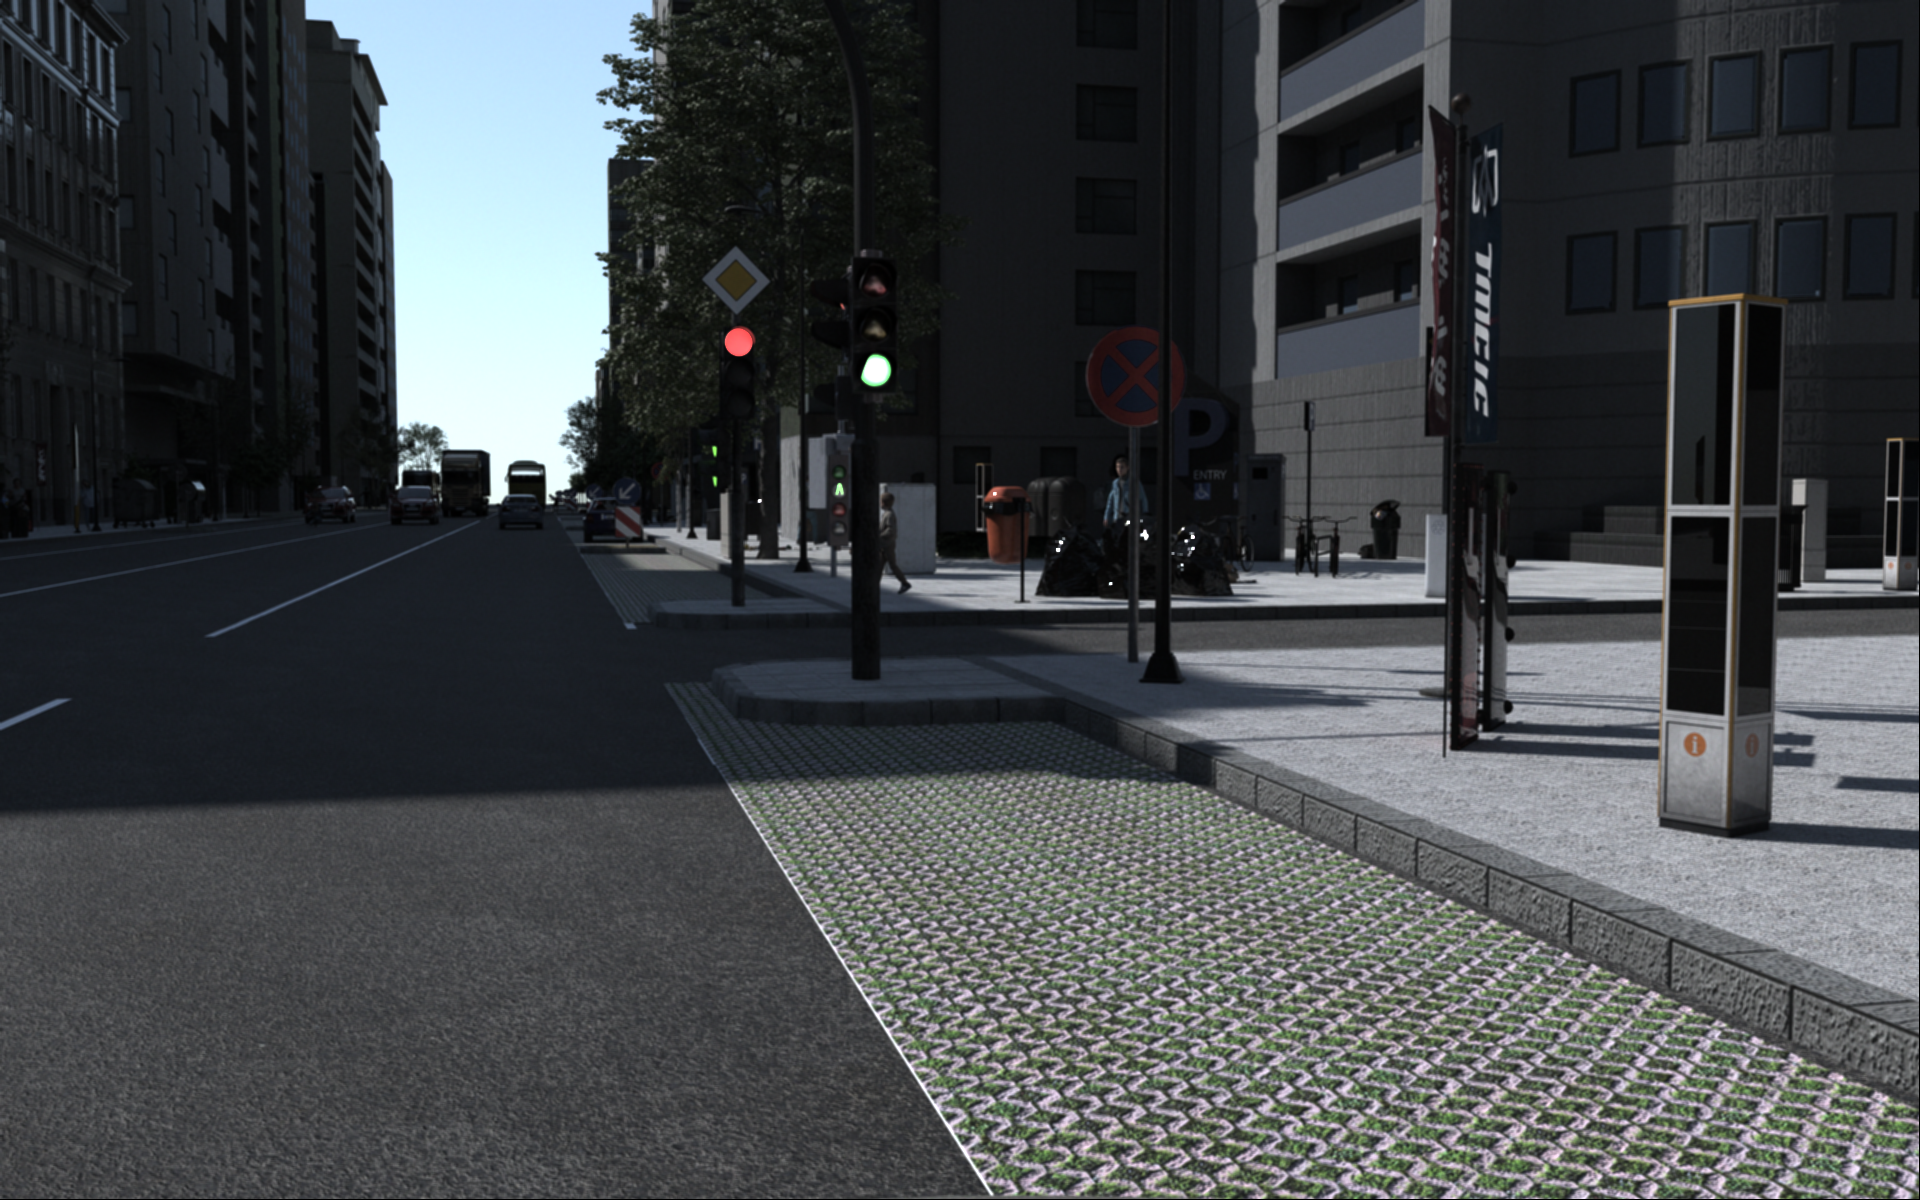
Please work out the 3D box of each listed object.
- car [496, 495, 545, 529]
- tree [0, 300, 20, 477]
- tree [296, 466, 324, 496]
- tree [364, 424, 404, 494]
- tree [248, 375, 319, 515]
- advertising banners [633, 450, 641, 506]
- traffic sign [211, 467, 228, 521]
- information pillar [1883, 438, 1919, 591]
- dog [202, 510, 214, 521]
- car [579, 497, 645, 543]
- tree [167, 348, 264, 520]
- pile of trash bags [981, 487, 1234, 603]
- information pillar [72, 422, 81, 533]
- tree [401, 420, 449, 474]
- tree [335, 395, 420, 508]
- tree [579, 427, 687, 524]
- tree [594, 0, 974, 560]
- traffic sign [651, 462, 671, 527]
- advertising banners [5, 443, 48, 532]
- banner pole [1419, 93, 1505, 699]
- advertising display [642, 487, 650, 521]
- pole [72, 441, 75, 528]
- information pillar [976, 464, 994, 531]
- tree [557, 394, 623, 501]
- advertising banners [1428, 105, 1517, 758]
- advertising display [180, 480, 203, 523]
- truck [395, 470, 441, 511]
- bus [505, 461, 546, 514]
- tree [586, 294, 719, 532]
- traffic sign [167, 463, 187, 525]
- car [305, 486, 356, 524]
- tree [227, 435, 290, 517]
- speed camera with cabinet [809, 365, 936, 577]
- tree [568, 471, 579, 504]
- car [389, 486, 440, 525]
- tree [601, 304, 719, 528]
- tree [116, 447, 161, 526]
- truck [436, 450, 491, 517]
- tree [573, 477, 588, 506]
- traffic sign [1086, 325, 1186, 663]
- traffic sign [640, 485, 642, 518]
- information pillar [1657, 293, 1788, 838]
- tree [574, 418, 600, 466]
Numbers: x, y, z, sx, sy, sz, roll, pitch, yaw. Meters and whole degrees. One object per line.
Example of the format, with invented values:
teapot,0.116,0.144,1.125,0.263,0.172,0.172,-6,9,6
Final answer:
car,-18.180,-3.649,71.670,2.014,1.417,4.499,-1,4,-15
tree,-26.538,-5.791,45.046,4.360,8.622,3.978,0,3,0
tree,-44.084,-7.515,117.463,1.663,3.219,1.824,0,3,0
tree,-57.773,-13.657,173.655,4.737,8.622,4.395,0,3,0
tree,-41.575,-9.600,107.329,4.737,8.622,4.395,0,3,0
advertising banners,-12.864,-4.448,68.912,0.090,3.025,2.074,-1,4,-17
traffic sign,-35.040,-5.011,82.028,0.768,2.556,0.104,-1,4,-10
information pillar,12.474,-1.127,22.925,0.304,2.012,0.304,-1,4,-9
dog,-36.082,-4.042,82.913,0.406,0.507,0.540,2,4,31
car,-10.462,-2.421,52.162,1.945,1.354,3.894,-1,4,-12
tree,-37.224,-8.345,86.800,4.360,8.622,3.978,0,3,0
pile of trash bags,1.684,-0.719,21.508,3.447,1.369,1.912,-3,4,-39
information pillar,-29.042,-4.010,56.917,0.183,3.616,0.504,-1,4,-19
tree,-74.933,-19.424,243.333,9.928,11.665,9.643,0,3,0
tree,-55.087,-13.984,163.052,8.767,10.594,7.601,-1,4,-9
tree,-13.422,-5.564,74.686,4.285,4.588,4.351,0,3,0
tree,-3.397,-7.079,33.873,7.486,12.596,7.792,0,3,0
traffic sign,-11.740,-4.159,68.098,0.768,2.556,0.104,0,4,-4
advertising banners,-31.688,-3.823,58.691,0.090,3.025,2.074,1,4,17
banner pole,3.157,-1.265,10.698,0.401,3.779,0.863,0,4,-6
advertising display,-14.918,-4.719,82.368,0.123,1.923,0.974,1,4,9
pole,-33.830,-4.427,66.223,0.158,3.312,0.155,0,3,0
information pillar,0.601,-2.292,41.959,0.304,2.012,0.304,-2,4,-34
tree,-37.692,-15.417,177.817,9.928,11.665,9.643,0,3,0
advertising banners,2.596,-0.771,8.791,0.090,3.025,2.074,2,4,28
advertising display,-34.070,-4.371,76.672,0.974,1.923,0.123,-2,4,-26
truck,-44.387,-8.975,142.673,3.469,3.379,9.791,-1,4,-13
bus,-31.705,-8.255,126.513,2.896,3.916,12.252,-1,4,-15
tree,-9.657,-6.570,57.783,4.737,8.622,4.395,0,3,0
traffic sign,-32.566,-4.402,72.074,0.768,2.556,0.104,-1,4,-13
car,-31.184,-4.720,85.847,2.281,1.827,5.304,-1,4,-14
tree,-39.112,-6.898,96.500,4.285,4.588,4.351,0,3,0
speed camera with cabinet,-1.369,-2.014,27.272,2.038,3.252,0.660,-2,4,-35
tree,-26.689,-8.916,129.485,4.285,4.588,4.351,0,3,0
car,-25.916,-4.509,82.393,2.281,1.827,5.304,-1,4,-14
tree,-10.445,-7.010,64.973,4.360,8.622,3.978,0,3,0
tree,-33.609,-4.646,70.569,1.663,3.219,1.824,0,3,0
truck,-31.939,-7.523,111.910,2.839,4.237,11.283,-1,4,-12
tree,-42.222,-12.143,193.143,1.663,3.219,1.824,0,3,0
traffic sign,1.322,-0.797,13.138,0.768,2.556,0.104,0,4,-6
traffic sign,-15.042,-4.989,81.669,0.768,2.556,0.104,-1,4,-9
information pillar,2.893,-0.128,6.584,0.304,2.012,0.304,-3,4,-36
tree,-34.543,-13.028,163.371,4.360,8.622,3.978,0,3,0
